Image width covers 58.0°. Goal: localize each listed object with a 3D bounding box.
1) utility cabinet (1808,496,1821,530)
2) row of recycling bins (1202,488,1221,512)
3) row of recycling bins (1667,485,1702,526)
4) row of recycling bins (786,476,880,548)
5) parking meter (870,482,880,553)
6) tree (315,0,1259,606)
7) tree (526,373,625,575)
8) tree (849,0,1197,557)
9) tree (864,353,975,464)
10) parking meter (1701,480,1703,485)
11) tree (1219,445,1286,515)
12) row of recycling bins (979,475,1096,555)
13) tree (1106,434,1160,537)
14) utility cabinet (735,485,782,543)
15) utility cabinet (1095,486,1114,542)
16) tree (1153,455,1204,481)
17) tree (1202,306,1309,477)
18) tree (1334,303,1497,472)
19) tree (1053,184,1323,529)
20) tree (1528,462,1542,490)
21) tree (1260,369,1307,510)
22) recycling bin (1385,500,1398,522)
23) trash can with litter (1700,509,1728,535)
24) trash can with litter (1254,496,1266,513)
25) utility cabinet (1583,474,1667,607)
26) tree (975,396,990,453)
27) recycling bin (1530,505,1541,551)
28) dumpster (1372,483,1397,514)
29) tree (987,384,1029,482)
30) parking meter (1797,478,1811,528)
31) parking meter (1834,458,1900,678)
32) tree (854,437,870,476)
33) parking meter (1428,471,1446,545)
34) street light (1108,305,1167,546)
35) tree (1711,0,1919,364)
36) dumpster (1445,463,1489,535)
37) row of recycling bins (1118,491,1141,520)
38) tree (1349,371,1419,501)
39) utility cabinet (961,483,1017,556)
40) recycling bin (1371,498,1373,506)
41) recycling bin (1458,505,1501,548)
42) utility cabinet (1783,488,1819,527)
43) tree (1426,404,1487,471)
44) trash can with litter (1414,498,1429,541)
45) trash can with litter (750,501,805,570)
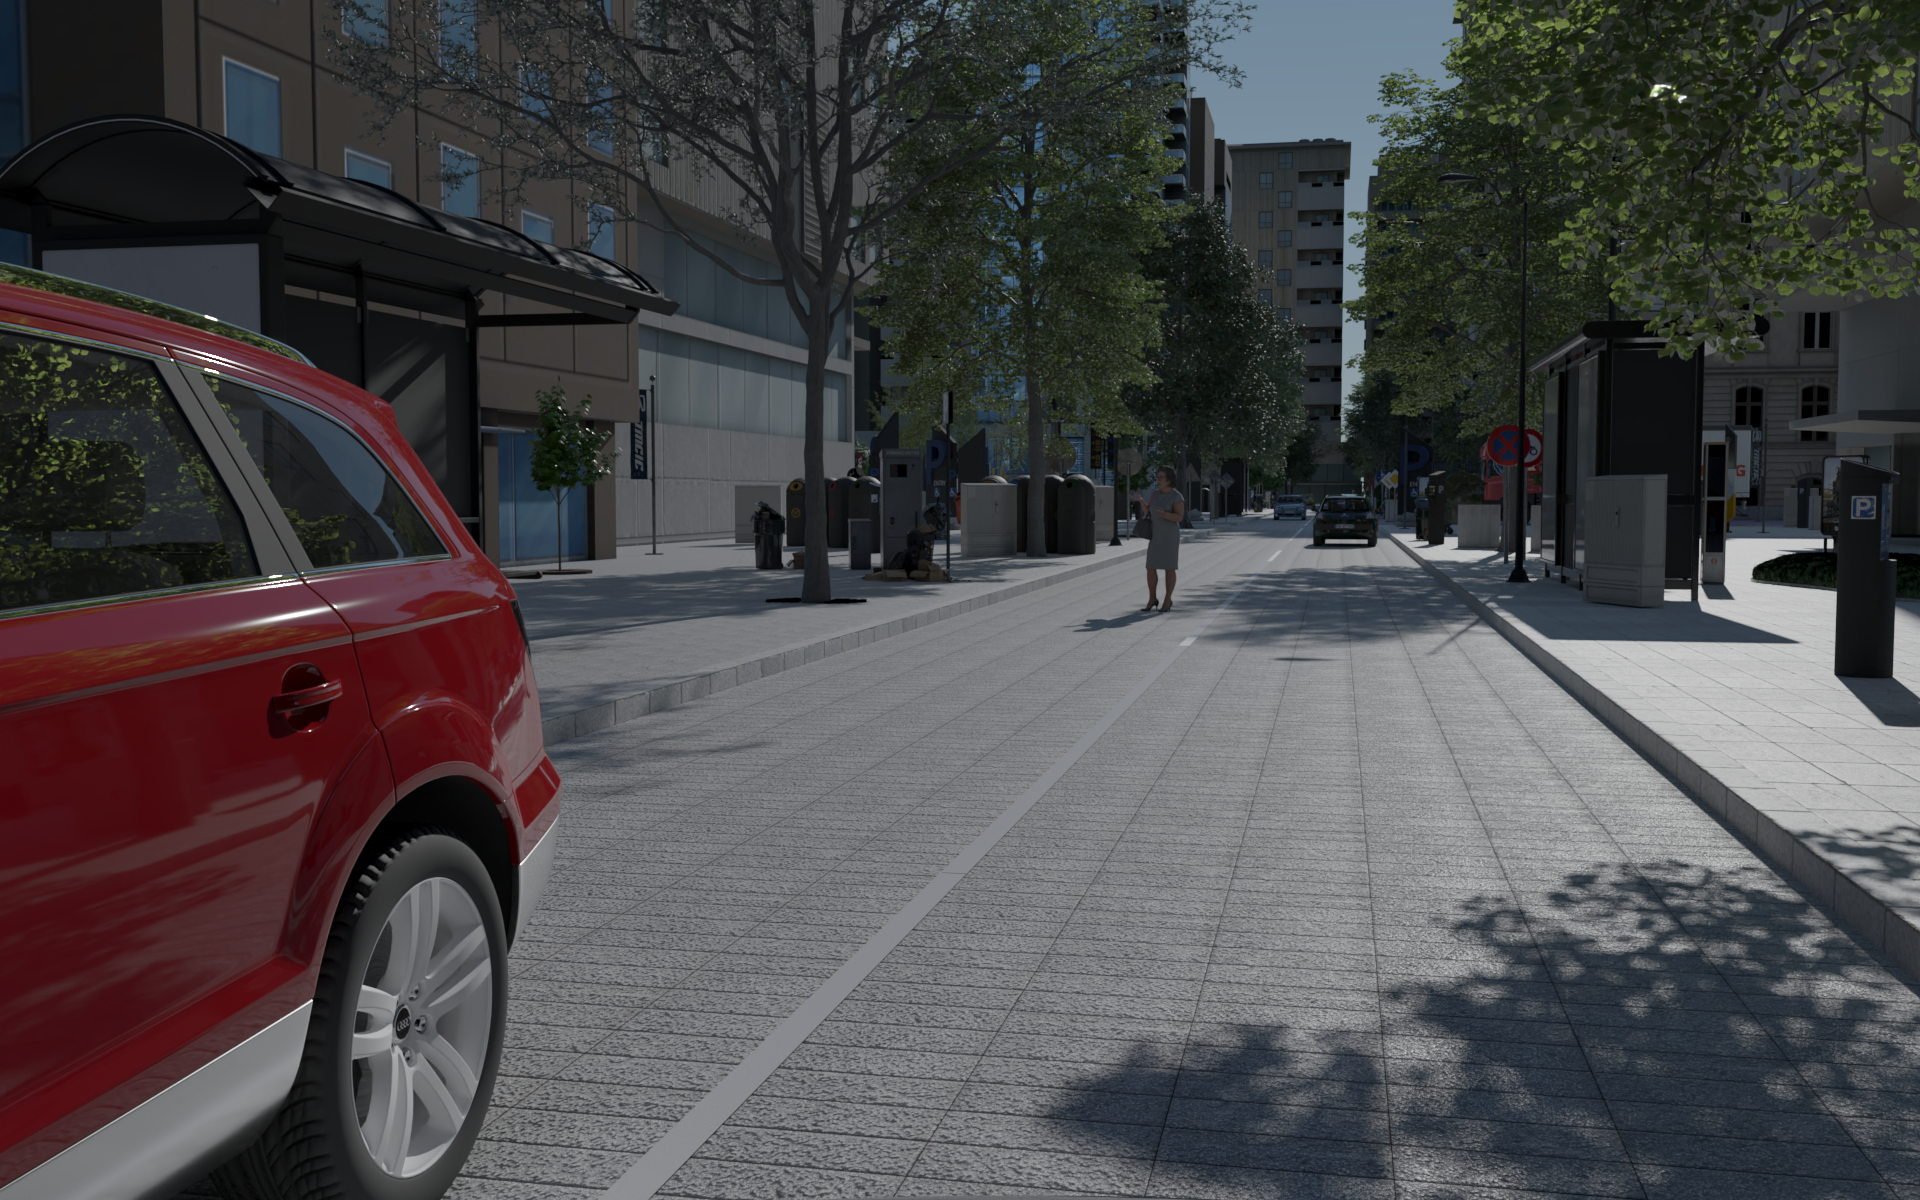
[{"bbox_3d":[30.593,-3.065,61.278,1.020,1.237,0.306,0,4,-3],"label":"utility cabinet"},{"bbox_3d":[17.619,-7.029,122.039,1.069,1.692,3.534,-3,5,-45],"label":"row of recycling bins"},{"bbox_3d":[23.189,-3.099,57.786,1.069,1.692,3.534,-2,4,-32],"label":"row of recycling bins"},{"bbox_3d":[-3.009,-2.118,41.747,1.069,1.692,3.534,-3,4,-39],"label":"row of recycling bins"},{"bbox_3d":[-1.772,-1.787,37.629,0.372,1.533,0.369,0,3,0],"label":"parking meter"},{"bbox_3d":[-1.725,-6.719,20.221,12.009,13.543,11.850,0,3,0],"label":"tree"},{"bbox_3d":[-6.474,-2.027,27.747,1.663,3.219,1.824,0,3,0],"label":"tree"},{"bbox_3d":[1.245,-7.137,34.824,7.486,12.596,7.792,0,3,0],"label":"tree"},{"bbox_3d":[-2.429,-8.402,87.729,4.737,8.622,4.395,0,3,0],"label":"tree"},{"bbox_3d":[29.233,-3.834,68.394,0.399,1.863,0.255,2,4,31],"label":"parking meter"},{"bbox_3d":[17.439,-7.544,107.056,4.285,4.588,4.351,0,3,0],"label":"tree"},{"bbox_3d":[1.644,-1.889,37.994,1.069,1.692,3.534,-3,5,-40],"label":"row of recycling bins"},{"bbox_3d":[5.017,-3.498,51.798,1.663,3.219,1.824,0,3,0],"label":"tree"},{"bbox_3d":[-5.162,-2.184,44.388,1.173,1.500,0.318,0,4,-1],"label":"utility cabinet"},{"bbox_3d":[3.565,-2.271,45.812,1.173,1.500,0.318,-3,4,-37],"label":"utility cabinet"},{"bbox_3d":[12.780,-7.269,102.560,4.285,4.588,4.351,0,3,0],"label":"tree"},{"bbox_3d":[18.945,-12.919,117.885,9.857,13.997,8.962,0,3,0],"label":"tree"},{"bbox_3d":[22.289,-9.086,82.960,7.601,10.594,8.767,0,4,-4],"label":"tree"},{"bbox_3d":[8.260,-9.027,64.597,9.611,12.733,9.660,0,3,0],"label":"tree"},{"bbox_3d":[23.091,-4.459,67.503,1.663,3.219,1.824,0,3,0],"label":"tree"},{"bbox_3d":[24.823,-13.238,142.200,9.928,11.665,9.643,0,3,0],"label":"tree"},{"bbox_3d":[19.959,-4.092,79.456,0.722,1.027,0.722,2,4,28],"label":"recycling bin"},{"bbox_3d":[23.243,-2.597,53.856,1.055,1.170,0.624,0,4,6],"label":"trash can with litter"},{"bbox_3d":[20.745,-6.646,120.052,0.624,1.170,1.055,2,4,27],"label":"trash can with litter"},{"bbox_3d":[7.631,-0.688,19.936,0.318,1.500,1.173,-1,4,-12],"label":"utility cabinet"},{"bbox_3d":[0.368,-10.484,121.779,4.737,8.622,4.395,0,3,0],"label":"tree"},{"bbox_3d":[13.315,-1.609,38.855,0.722,1.027,0.722,-2,4,-24],"label":"recycling bin"},{"bbox_3d":[26.911,-6.556,109.687,1.502,2.255,1.985,1,4,12],"label":"dumpster"},{"bbox_3d":[3.598,-10.190,116.962,4.360,8.622,3.978,0,3,0],"label":"tree"},{"bbox_3d":[31.548,-3.612,64.772,0.255,1.863,0.399,-2,4,-24],"label":"parking meter"},{"bbox_3d":[6.380,-0.231,12.186,0.372,1.533,0.369,0,3,0],"label":"parking meter"},{"bbox_3d":[-5.900,-6.953,97.400,4.285,4.588,4.351,0,3,0],"label":"tree"},{"bbox_3d":[12.140,-2.350,44.126,0.399,1.863,0.255,-2,4,-32],"label":"parking meter"},{"bbox_3d":[4.394,-4.294,42.743,1.470,5.913,1.316,1,4,12],"label":"street light"},{"bbox_3d":[5.232,-5.497,8.009,7.486,12.596,7.792,0,3,0],"label":"tree"},{"bbox_3d":[16.089,-3.240,55.462,1.502,2.255,1.985,1,4,12],"label":"dumpster"},{"bbox_3d":[7.796,-4.839,86.222,3.534,1.692,1.069,1,4,19],"label":"row of recycling bins"},{"bbox_3d":[24.401,-9.102,99.179,4.360,8.622,3.978,0,3,0],"label":"tree"},{"bbox_3d":[0.600,-1.652,35.692,1.173,1.500,0.318,-2,4,-29],"label":"utility cabinet"},{"bbox_3d":[29.376,-6.775,123.331,0.722,1.027,0.722,2,4,28],"label":"recycling bin"},{"bbox_3d":[12.424,-1.768,41.465,0.722,1.027,0.722,-2,4,-26],"label":"recycling bin"},{"bbox_3d":[32.116,-3.515,66.150,1.173,1.500,0.318,2,4,24],"label":"utility cabinet"},{"bbox_3d":[33.076,-10.115,115.738,4.737,8.622,4.395,0,3,0],"label":"tree"},{"bbox_3d":[13.034,-2.246,48.106,0.624,1.170,1.055,0,4,-7],"label":"trash can with litter"},{"bbox_3d":[-3.037,-1.115,29.610,1.055,1.170,0.624,-1,4,-16],"label":"trash can with litter"}]
